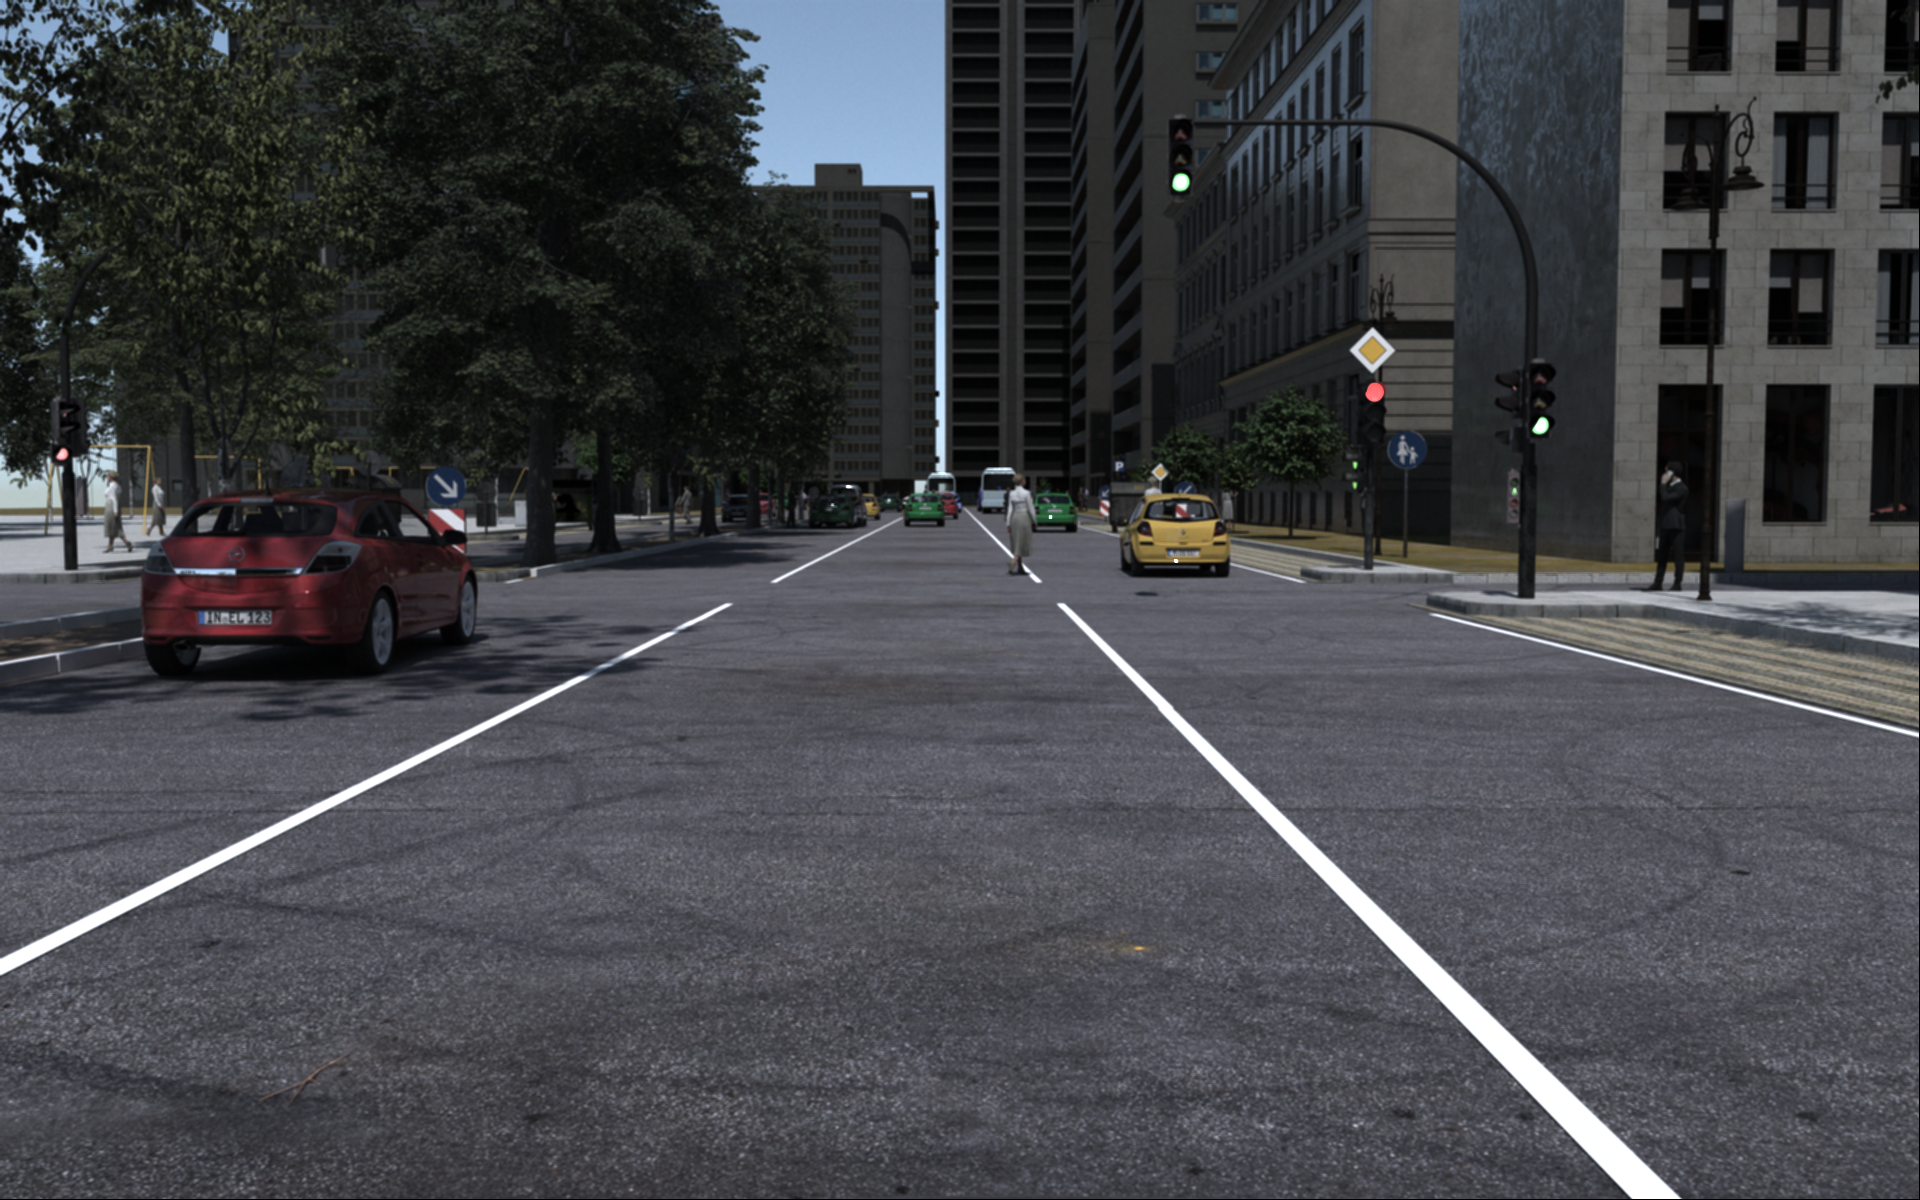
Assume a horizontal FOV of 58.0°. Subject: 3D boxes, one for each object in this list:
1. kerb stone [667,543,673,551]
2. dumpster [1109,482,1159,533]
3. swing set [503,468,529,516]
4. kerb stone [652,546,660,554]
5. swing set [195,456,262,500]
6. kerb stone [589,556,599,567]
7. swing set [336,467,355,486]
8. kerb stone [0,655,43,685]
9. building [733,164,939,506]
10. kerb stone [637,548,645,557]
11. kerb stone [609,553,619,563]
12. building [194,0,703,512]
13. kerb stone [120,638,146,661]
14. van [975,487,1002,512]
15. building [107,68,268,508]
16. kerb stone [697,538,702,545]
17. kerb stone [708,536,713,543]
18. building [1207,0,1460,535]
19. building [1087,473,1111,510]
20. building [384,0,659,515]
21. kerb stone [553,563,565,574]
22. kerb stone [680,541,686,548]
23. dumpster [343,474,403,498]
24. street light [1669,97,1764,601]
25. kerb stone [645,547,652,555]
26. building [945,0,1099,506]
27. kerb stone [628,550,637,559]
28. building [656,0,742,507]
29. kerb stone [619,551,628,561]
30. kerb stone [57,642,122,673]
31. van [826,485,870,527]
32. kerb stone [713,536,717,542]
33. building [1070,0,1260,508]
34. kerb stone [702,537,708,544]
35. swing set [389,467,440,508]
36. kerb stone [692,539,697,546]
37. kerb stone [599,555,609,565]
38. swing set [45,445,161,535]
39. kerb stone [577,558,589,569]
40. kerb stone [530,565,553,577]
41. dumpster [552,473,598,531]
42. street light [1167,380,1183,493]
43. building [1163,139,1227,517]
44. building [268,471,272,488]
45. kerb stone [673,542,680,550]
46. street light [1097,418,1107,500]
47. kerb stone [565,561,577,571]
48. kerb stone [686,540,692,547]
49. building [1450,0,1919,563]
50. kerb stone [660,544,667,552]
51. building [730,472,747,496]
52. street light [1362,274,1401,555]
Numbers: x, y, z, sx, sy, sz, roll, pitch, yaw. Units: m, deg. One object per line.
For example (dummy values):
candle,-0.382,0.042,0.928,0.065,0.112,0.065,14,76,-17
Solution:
kerb stone,-7.426,-1.308,43.617,0.120,0.150,1.000,0,4,0
dumpster,6.411,-3.409,63.950,1.865,1.857,1.264,0,4,0
swing set,-25.187,-6.387,102.052,2.862,2.851,3.119,-2,4,-27
kerb stone,-7.413,-1.185,41.570,0.120,0.150,1.000,0,4,0
swing set,-30.453,-4.546,71.940,3.119,2.851,2.862,-1,4,-19
kerb stone,-7.374,-0.745,34.383,0.120,0.150,1.000,0,4,0
swing set,-37.082,-6.334,101.178,3.119,2.851,2.862,-2,4,-35
kerb stone,-7.261,0.543,13.310,0.120,0.150,1.000,0,4,0
building,-14.523,-31.470,206.420,23.993,40.220,32.217,0,4,0
kerb stone,-7.403,-1.059,39.518,0.120,0.150,1.000,0,4,0
kerb stone,-7.387,-0.870,36.428,0.120,0.150,1.000,0,4,0
building,-36.560,-26.827,130.495,32.217,40.220,23.993,0,4,0
kerb stone,-7.272,0.422,15.368,0.120,0.150,1.000,0,4,0
van,2.442,-8.517,143.630,2.240,2.365,5.245,0,4,-2
building,-73.100,-29.747,169.950,14.086,41.232,14.154,0,4,0
kerb stone,-7.459,-1.624,48.749,0.120,0.150,1.000,0,4,0
kerb stone,-7.459,-1.748,50.806,0.120,0.150,1.000,0,4,0
building,19.878,-14.351,67.923,16.112,22.955,30.059,0,4,0
building,27.269,-27.603,143.184,32.217,40.220,23.993,0,4,0
building,-27.669,-26.144,111.041,14.154,41.232,14.086,0,4,0
kerb stone,-7.357,-0.558,31.313,0.120,0.150,1.000,0,4,0
kerb stone,-7.443,-1.436,45.679,0.120,0.150,1.000,0,4,0
dumpster,-17.137,-2.739,50.539,1.264,1.857,1.865,0,4,0
street light,8.983,-2.932,20.725,0.468,5.910,1.993,0,4,0
kerb stone,-7.409,-1.122,40.547,0.120,0.150,1.000,0,4,0
building,8.618,-46.608,200.291,20.611,71.187,20.563,0,4,0
kerb stone,-7.398,-0.996,38.494,0.120,0.150,1.000,0,4,0
building,-36.639,-33.341,164.740,30.456,49.044,23.786,0,4,0
kerb stone,-7.385,-0.933,37.465,0.120,0.150,1.000,0,4,0
kerb stone,-7.257,0.481,14.335,0.120,0.150,1.000,0,4,0
van,-5.094,-4.329,77.796,2.013,2.044,4.112,0,4,0
kerb stone,-7.474,-1.807,51.841,0.120,0.150,1.000,0,4,0
building,22.005,-33.178,166.168,21.300,48.544,21.600,0,4,0
kerb stone,-7.456,-1.687,49.783,0.120,0.150,1.000,0,4,0
swing set,-31.843,-6.367,101.717,3.119,2.851,2.862,-1,4,-20
kerb stone,-7.450,-1.562,47.727,0.120,0.150,1.000,0,4,0
kerb stone,-7.382,-0.808,35.406,0.120,0.150,1.000,0,4,0
swing set,-27.441,-3.555,55.748,3.119,2.851,2.862,-1,4,-15
kerb stone,-7.369,-0.678,33.358,0.120,0.150,1.000,0,4,0
kerb stone,-7.344,-0.493,30.290,0.120,0.150,1.000,0,4,0
dumpster,-15.097,-3.816,67.349,1.985,2.255,1.502,0,4,-1
street light,8.684,-5.955,70.158,0.468,5.910,1.993,0,4,0
building,18.028,-15.770,93.996,11.583,22.565,21.152,0,4,0
building,-59.006,-24.415,170.882,14.107,30.474,14.160,0,4,0
kerb stone,-7.427,-1.370,44.645,0.120,0.150,1.000,0,4,0
street light,8.516,-8.026,104.013,0.468,5.910,1.993,0,4,0
kerb stone,-7.362,-0.617,32.336,0.120,0.150,1.000,0,4,0
kerb stone,-7.439,-1.499,46.701,0.120,0.150,1.000,0,4,0
building,20.500,-11.137,36.837,16.860,20.320,10.420,0,4,0
kerb stone,-7.417,-1.247,42.592,0.120,0.150,1.000,0,4,0
building,-40.957,-22.007,204.854,28.899,21.520,27.650,0,4,0
street light,8.846,-3.896,36.495,0.468,5.910,1.993,0,4,0
